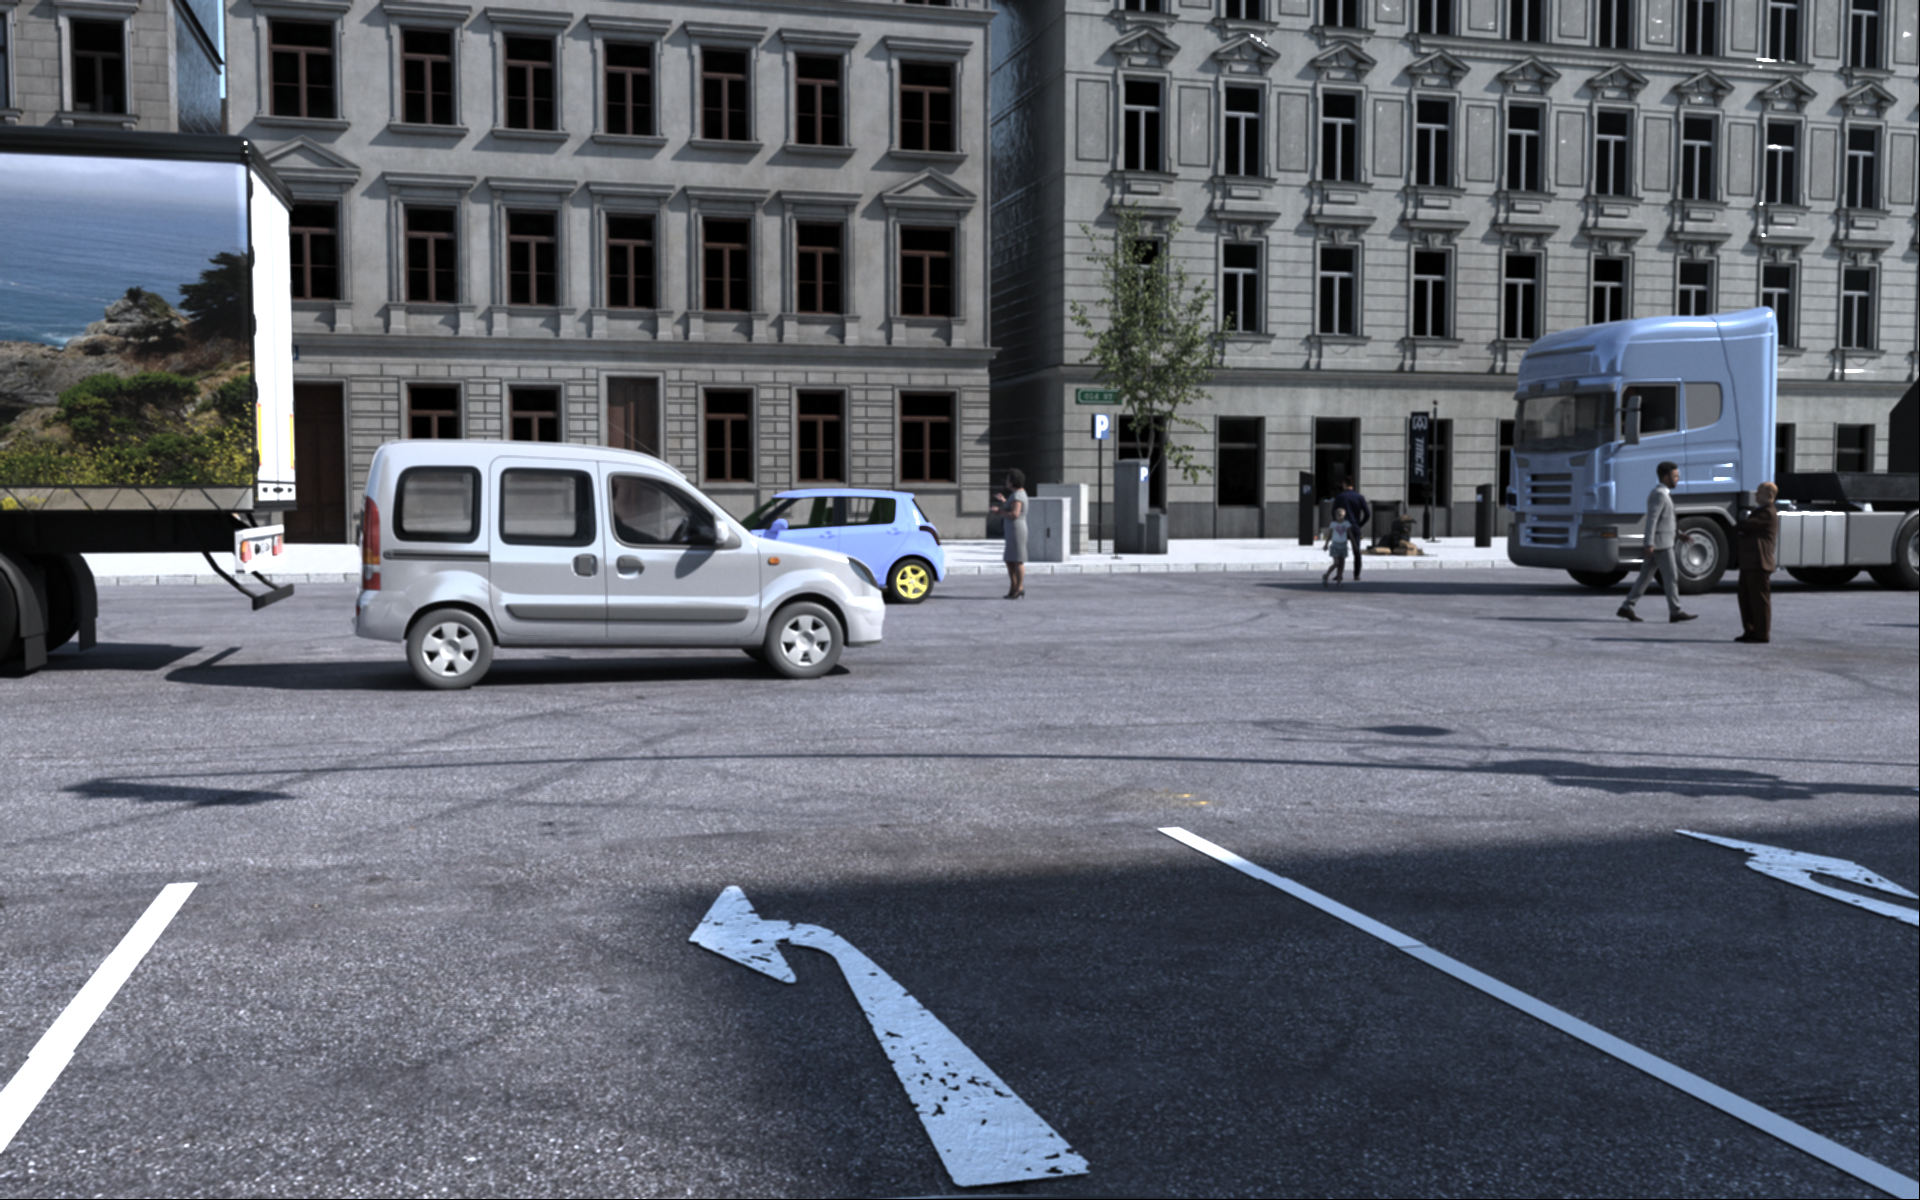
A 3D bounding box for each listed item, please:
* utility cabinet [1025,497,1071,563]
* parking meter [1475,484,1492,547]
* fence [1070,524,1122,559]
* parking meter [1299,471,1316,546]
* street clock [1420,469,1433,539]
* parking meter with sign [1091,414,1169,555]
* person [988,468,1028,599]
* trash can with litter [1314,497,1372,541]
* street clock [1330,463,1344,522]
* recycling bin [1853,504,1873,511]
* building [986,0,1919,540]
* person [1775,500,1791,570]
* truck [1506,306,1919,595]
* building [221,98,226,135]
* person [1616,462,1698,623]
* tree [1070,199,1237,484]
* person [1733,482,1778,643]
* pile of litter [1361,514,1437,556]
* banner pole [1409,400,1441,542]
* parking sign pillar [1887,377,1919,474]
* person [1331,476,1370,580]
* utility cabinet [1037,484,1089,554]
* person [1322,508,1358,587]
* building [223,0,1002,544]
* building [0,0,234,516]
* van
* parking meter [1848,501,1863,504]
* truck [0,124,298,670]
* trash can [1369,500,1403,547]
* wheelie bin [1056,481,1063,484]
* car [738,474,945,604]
[{"bbox_3d":[1.591,-1.321,32.763,1.020,1.237,0.306,3,4,38],"label":"utility cabinet"},{"bbox_3d":[12.646,-2.045,41.841,0.372,1.533,0.369,0,3,0],"label":"parking meter"},{"bbox_3d":[2.259,-1.136,33.941,2.069,0.683,0.278,-2,4,-30],"label":"fence"},{"bbox_3d":[8.659,-2.291,43.172,0.399,1.863,0.255,1,4,14],"label":"parking meter"},{"bbox_3d":[13.242,-2.725,49.129,0.471,2.002,0.358,1,4,22],"label":"street clock"},{"bbox_3d":[3.687,-2.511,37.313,1.738,3.016,0.543,3,5,41],"label":"parking meter with sign"},{"bbox_3d":[0.671,-0.906,23.674,0.532,1.782,0.716,0,4,5],"label":"person"},{"bbox_3d":[10.647,-2.276,48.265,2.233,1.210,1.678,-1,4,-18],"label":"trash can with litter"},{"bbox_3d":[8.825,-2.199,40.531,0.358,2.002,0.471,0,4,3],"label":"street clock"},{"bbox_3d":[23.592,-2.017,45.539,0.722,1.027,0.722,-3,4,-36],"label":"recycling bin"},{"bbox_3d":[21.466,-17.369,60.391,44.131,29.872,17.030,-1,4,-15],"label":"building"},{"bbox_3d":[15.513,-1.370,32.715,0.589,1.601,0.330,-2,4,-25],"label":"person"},{"bbox_3d":[16.898,-2.297,27.317,18.799,4.110,2.967,-1,4,-15],"label":"truck"},{"bbox_3d":[-86.769,-33.294,194.467,14.200,45.320,14.600,-1,4,-15],"label":"building"},{"bbox_3d":[7.814,-0.648,19.369,0.850,1.792,0.678,1,4,19],"label":"person"},{"bbox_3d":[4.698,-5.680,43.232,4.737,8.622,4.395,0,3,0],"label":"tree"},{"bbox_3d":[7.634,-0.359,16.635,0.388,1.546,0.482,1,4,16],"label":"person"},{"bbox_3d":[9.174,-1.371,36.379,1.176,0.858,1.719,-2,4,-30],"label":"pile of litter"},{"bbox_3d":[12.447,-3.443,46.317,0.863,3.779,0.401,1,4,15],"label":"banner pole"},{"bbox_3d":[21.070,-3.046,38.267,1.447,3.967,1.447,0,4,-2],"label":"parking sign pillar"},{"bbox_3d":[6.466,-1.199,28.815,0.576,1.737,0.504,-1,4,-10],"label":"person"},{"bbox_3d":[2.193,-1.728,36.930,1.173,1.500,0.318,3,5,42],"label":"utility cabinet"},{"bbox_3d":[5.879,-0.811,26.778,0.505,1.210,0.382,-1,4,-10],"label":"person"},{"bbox_3d":[-9.969,-13.088,50.151,21.152,22.565,11.583,-1,4,-15],"label":"building"},{"bbox_3d":[-39.419,-11.631,41.082,40.483,20.767,10.553,-1,4,-15],"label":"building"},{"bbox_3d":[-2.652,-0.411,13.729,4.112,2.044,2.013,-1,4,-17],"label":"van"},{"bbox_3d":[25.188,-2.467,48.749,0.372,1.533,0.369,0,3,0],"label":"parking meter"},{"bbox_3d":[-11.263,-1.500,13.436,11.283,4.237,2.839,-1,4,-14],"label":"truck"},{"bbox_3d":[9.761,-1.717,39.730,0.748,1.137,0.748,0,3,0],"label":"trash can"},{"bbox_3d":[2.327,-2.001,40.633,0.693,1.594,0.980,1,4,11],"label":"wheelie bin"},{"bbox_3d":[-2.079,-0.813,22.878,3.694,1.707,1.945,-1,4,-17],"label":"car"}]
